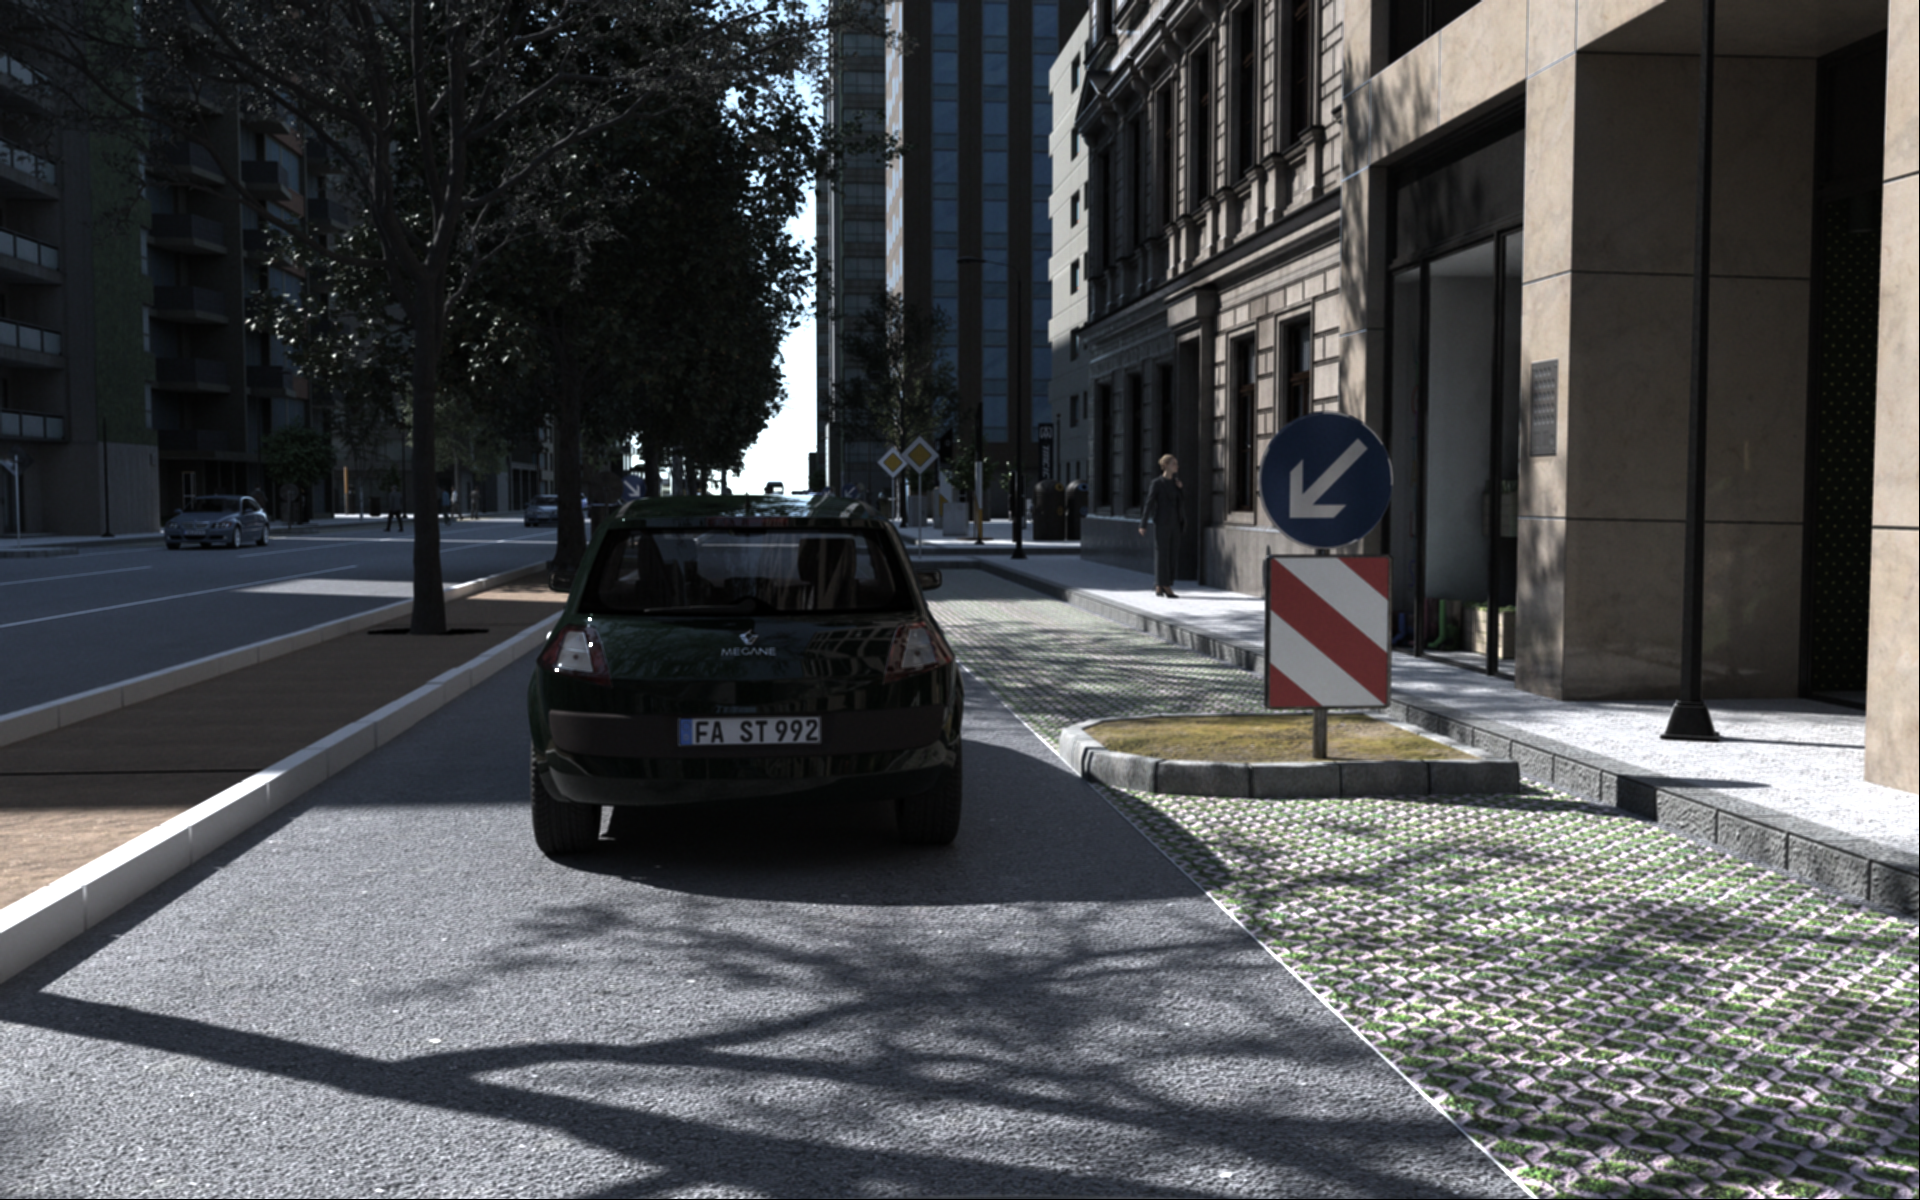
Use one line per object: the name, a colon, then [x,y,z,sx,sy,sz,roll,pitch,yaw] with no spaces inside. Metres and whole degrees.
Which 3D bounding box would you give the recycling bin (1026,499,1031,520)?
recycling bin: [3.063,-4.493,86.006,0.722,1.027,0.722,3,5,42]

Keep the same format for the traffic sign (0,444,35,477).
traffic sign: [-21.793,-2.314,40.032,0.795,2.593,0.064,0,4,-6]

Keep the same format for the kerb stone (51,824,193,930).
kerb stone: [-2.982,0.979,6.184,0.120,0.150,1.000,0,4,-6]

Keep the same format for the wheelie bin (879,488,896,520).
wheelie bin: [-3.684,-4.857,87.317,0.693,1.594,0.980,3,5,44]

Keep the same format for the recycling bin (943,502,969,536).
recycling bin: [-0.127,-2.467,52.888,0.722,1.027,0.722,1,4,8]

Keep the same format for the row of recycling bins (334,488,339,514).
row of recycling bins: [-42.329,-6.477,113.012,3.534,1.692,1.069,0,4,-4]

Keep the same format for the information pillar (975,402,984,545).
information pillar: [0.481,-3.231,44.190,0.183,3.616,0.504,-1,4,-11]

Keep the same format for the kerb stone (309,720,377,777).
kerb stone: [-3.301,0.792,9.239,0.120,0.150,1.000,0,4,-6]

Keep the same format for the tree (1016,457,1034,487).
tree: [2.812,-5.682,87.500,1.663,3.219,1.824,0,3,0]

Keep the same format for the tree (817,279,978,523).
tree: [-2.745,-8.654,75.900,7.601,10.594,8.767,-1,4,-16]

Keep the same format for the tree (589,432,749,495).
tree: [-12.891,-9.662,86.180,9.928,11.665,9.643,0,3,0]

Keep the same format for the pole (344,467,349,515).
pole: [-37.962,-6.928,107.111,0.158,3.312,0.155,0,3,0]

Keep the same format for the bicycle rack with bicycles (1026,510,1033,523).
bicycle rack with bicycles: [3.974,-3.720,74.208,2.925,0.926,2.852,3,5,45]

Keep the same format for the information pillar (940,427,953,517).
information pillar: [-0.473,-4.241,60.701,0.504,3.616,0.183,2,4,26]

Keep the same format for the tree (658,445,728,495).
tree: [-10.856,-7.100,68.907,4.360,8.622,3.978,0,3,0]

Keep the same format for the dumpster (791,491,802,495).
dumpster: [-21.859,-13.782,233.543,1.865,1.857,1.264,0,4,-7]

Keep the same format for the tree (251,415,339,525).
tree: [-27.344,-5.362,71.383,4.285,4.588,4.351,0,3,0]

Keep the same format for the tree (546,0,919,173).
tree: [-7.994,-12.074,55.763,12.611,20.169,13.585,0,3,0]

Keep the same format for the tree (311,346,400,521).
tree: [-28.168,-8.004,81.229,4.360,8.622,3.978,0,3,0]

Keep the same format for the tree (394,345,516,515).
tree: [-31.592,-11.568,107.257,7.486,12.596,7.792,0,3,0]

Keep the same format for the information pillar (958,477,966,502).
information pillar: [0.065,-3.705,65.077,0.304,2.012,0.304,-1,4,-11]

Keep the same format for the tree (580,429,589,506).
tree: [-40.742,-16.251,191.456,9.928,11.665,9.643,0,3,0]

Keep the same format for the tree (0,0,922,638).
tree: [-5.480,-6.398,17.437,12.009,13.543,11.850,0,3,0]

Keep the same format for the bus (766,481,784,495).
bus: [-27.491,-16.030,256.944,2.948,3.499,13.247,0,4,-6]

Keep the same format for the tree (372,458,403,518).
tree: [-30.338,-6.002,92.735,1.663,3.219,1.824,0,3,0]

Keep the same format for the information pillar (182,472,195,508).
information pillar: [-25.706,-3.259,57.778,0.304,2.012,0.304,0,4,-6]

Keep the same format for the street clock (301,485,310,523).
street clock: [-29.118,-4.434,77.072,0.358,2.002,0.471,2,4,26]

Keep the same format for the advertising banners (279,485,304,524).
advertising banners: [-29.003,-4.819,74.975,2.074,3.025,0.090,3,5,40]

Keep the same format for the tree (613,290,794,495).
tree: [-11.767,-10.200,75.883,9.857,13.997,8.962,0,3,0]

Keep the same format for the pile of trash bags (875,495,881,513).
pile of trash bags: [-5.172,-6.168,110.601,3.447,1.369,1.912,0,4,8]

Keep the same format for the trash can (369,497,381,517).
trash can: [-33.443,-5.343,99.009,0.748,1.137,0.748,0,3,0]

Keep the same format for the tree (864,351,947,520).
tree: [-2.843,-8.242,85.114,4.737,8.622,4.395,0,3,0]

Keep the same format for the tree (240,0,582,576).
tree: [-6.759,-6.745,29.743,9.611,12.733,9.660,0,3,0]

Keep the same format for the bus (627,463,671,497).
bus: [-25.523,-9.232,142.485,2.896,3.916,12.252,0,4,-5]

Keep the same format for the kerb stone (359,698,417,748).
kerb stone: [-3.399,0.730,10.260,0.120,0.150,1.000,0,4,-6]

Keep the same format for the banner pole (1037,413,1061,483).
banner pole: [2.823,-3.897,53.728,0.863,3.779,0.401,1,4,11]

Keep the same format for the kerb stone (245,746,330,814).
kerb stone: [-3.196,0.855,8.222,0.120,0.150,1.000,0,4,-6]

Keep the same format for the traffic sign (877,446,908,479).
traffic sign: [-1.607,-2.443,42.128,0.795,2.593,0.064,0,4,-6]

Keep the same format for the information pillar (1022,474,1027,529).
information pillar: [2.258,-3.601,63.374,0.304,2.012,0.304,1,4,13]

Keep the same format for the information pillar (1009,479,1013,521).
information pillar: [2.550,-4.836,83.564,0.304,2.012,0.304,-2,4,-24]

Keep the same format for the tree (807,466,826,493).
tree: [-15.919,-13.230,200.024,4.285,4.588,4.351,0,3,0]

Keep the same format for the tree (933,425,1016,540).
tree: [0.420,-3.294,48.465,1.663,3.219,1.824,0,3,0]

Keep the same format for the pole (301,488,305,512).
pole: [-29.588,-5.140,77.876,0.158,3.312,0.155,0,3,0]

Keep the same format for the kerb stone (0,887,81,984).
kerb stone: [-2.876,1.042,5.167,0.120,0.150,1.000,0,4,-6]

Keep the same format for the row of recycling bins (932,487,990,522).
row of recycling bins: [0.069,-4.538,81.313,3.534,1.692,1.069,3,5,45]

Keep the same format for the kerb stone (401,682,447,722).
kerb stone: [-3.516,0.677,11.276,0.120,0.150,1.000,0,4,-6]

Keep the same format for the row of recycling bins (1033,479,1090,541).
row of recycling bins: [3.758,-2.528,48.451,3.534,1.692,1.069,-1,4,-15]

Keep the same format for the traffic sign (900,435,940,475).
traffic sign: [-0.771,-1.957,34.187,0.795,2.593,0.064,0,4,-6]

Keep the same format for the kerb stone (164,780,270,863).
kerb stone: [-3.088,0.917,7.200,0.120,0.150,1.000,0,4,-6]

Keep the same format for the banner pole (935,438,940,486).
banner pole: [-0.654,-4.798,68.469,0.863,3.779,0.401,2,4,31]

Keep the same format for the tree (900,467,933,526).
tree: [-1.607,-4.631,70.322,1.663,3.219,1.824,0,3,0]
